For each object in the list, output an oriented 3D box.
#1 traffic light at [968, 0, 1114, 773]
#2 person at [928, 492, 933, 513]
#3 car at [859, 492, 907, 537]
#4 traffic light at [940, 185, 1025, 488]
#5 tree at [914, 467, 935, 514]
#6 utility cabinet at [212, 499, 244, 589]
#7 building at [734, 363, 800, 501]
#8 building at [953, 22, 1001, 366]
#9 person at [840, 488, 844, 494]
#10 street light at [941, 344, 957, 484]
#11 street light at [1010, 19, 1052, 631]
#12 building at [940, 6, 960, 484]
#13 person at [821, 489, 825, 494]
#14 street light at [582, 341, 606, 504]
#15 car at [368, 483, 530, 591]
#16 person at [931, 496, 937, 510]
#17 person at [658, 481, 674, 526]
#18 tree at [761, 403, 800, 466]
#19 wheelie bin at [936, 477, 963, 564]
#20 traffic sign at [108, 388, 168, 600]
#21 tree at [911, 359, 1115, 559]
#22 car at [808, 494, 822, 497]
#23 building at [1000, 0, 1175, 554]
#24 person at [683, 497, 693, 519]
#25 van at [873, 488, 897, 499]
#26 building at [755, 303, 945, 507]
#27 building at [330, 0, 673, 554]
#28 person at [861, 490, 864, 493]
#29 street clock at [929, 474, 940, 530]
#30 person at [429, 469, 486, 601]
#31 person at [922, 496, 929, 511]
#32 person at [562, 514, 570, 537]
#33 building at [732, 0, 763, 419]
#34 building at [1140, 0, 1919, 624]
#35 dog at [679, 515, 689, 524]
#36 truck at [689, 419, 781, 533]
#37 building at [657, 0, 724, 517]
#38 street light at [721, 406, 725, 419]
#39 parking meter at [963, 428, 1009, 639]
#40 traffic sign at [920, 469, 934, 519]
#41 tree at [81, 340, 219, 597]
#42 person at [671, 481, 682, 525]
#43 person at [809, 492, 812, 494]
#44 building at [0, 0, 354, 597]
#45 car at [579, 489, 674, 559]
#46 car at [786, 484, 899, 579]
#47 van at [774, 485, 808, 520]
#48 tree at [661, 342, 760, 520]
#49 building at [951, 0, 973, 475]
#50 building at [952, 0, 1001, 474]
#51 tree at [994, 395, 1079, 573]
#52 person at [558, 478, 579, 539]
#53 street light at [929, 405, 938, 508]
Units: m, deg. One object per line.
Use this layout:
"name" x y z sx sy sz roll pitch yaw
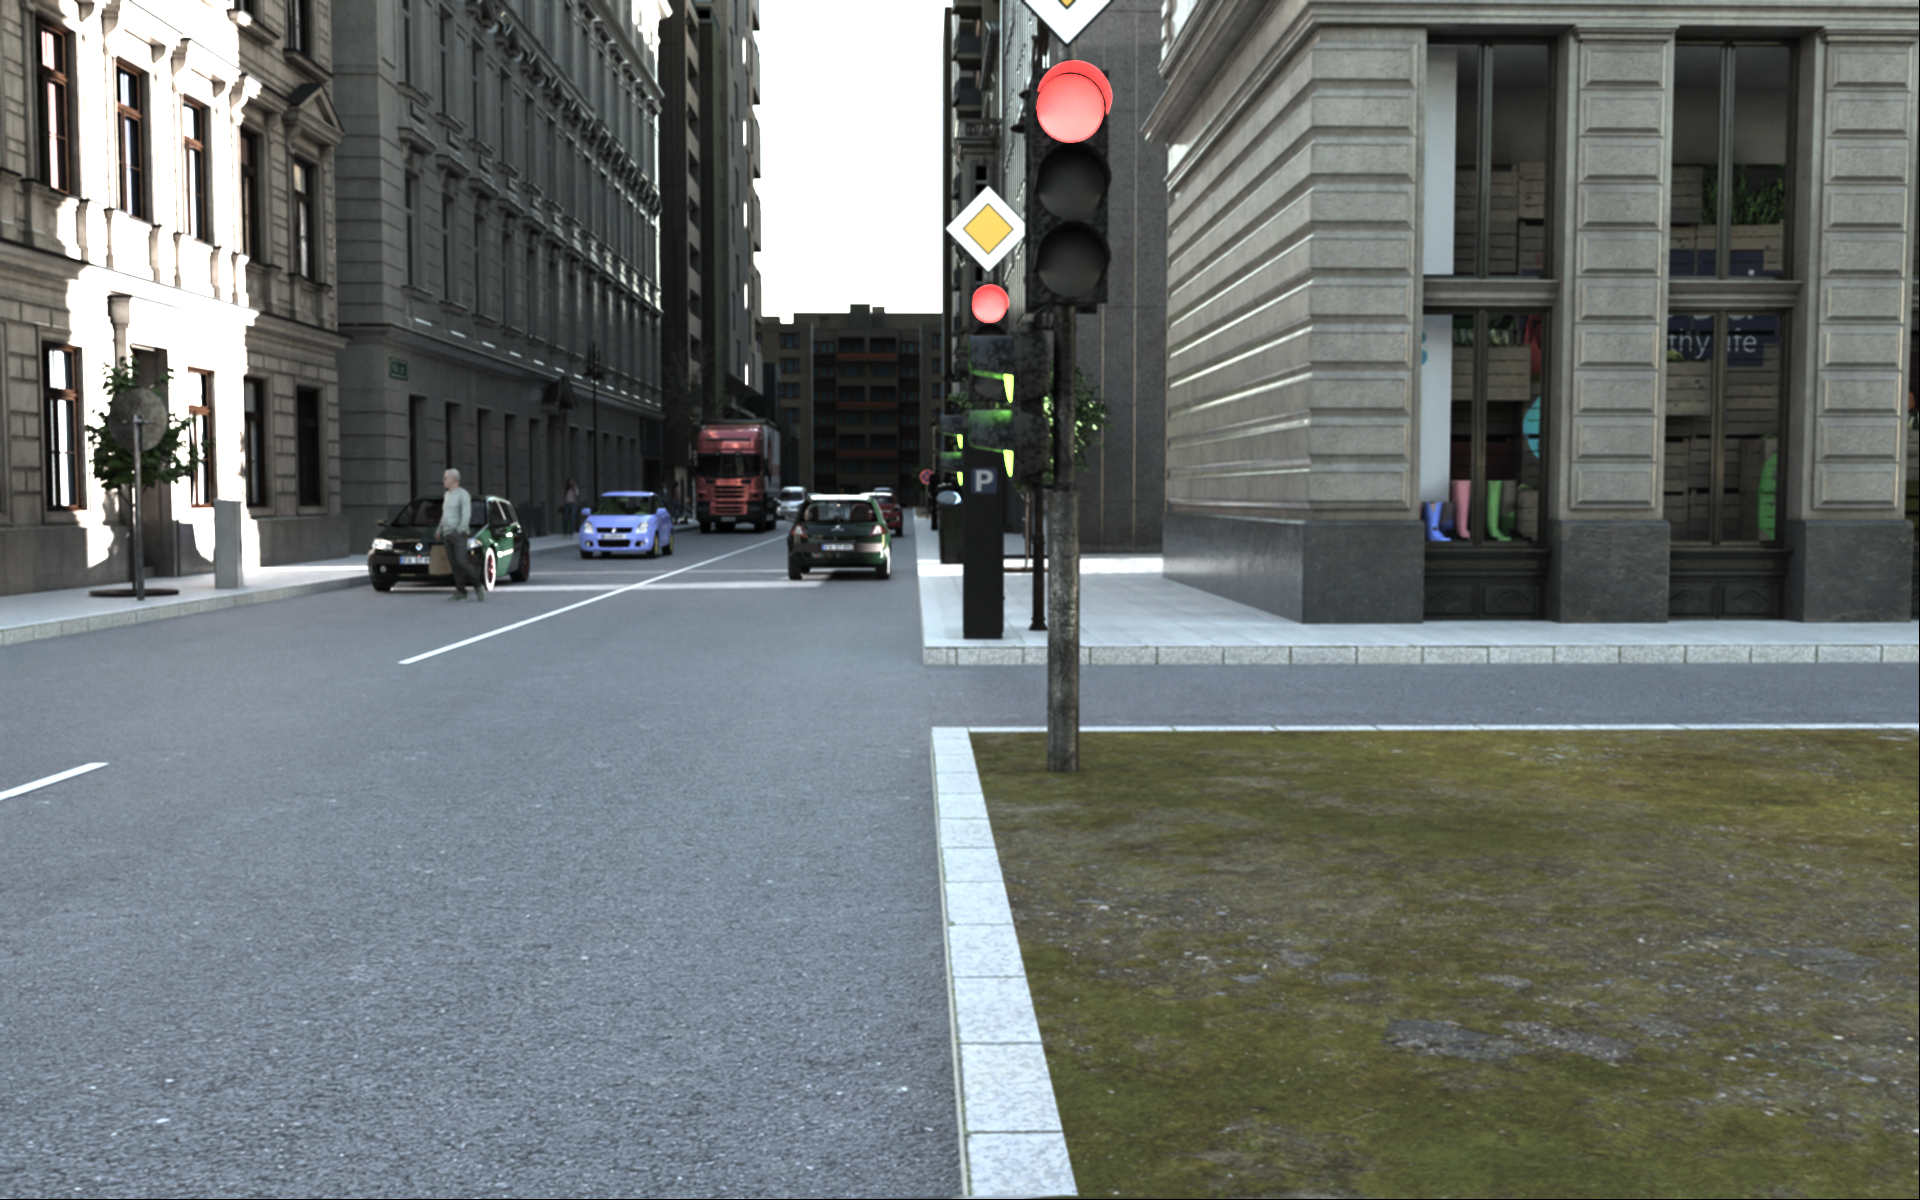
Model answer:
"traffic light" 0.460 -1.163 7.934 0.839 4.253 0.868 0 4 -2
"person" -2.003 -6.932 120.323 0.436 1.711 0.756 -3 4 -36
"car" -2.886 -3.106 59.827 2.155 1.783 4.494 0 4 -3
"traffic light" 0.238 -1.651 15.916 0.839 4.253 0.868 0 4 -2
"tree" -1.963 -7.306 114.058 1.663 3.219 1.824 0 3 0
"utility cabinet" -10.069 -0.777 23.867 0.306 1.237 1.020 -1 4 -18
"building" -30.650 -51.396 153.004 31.000 86.520 22.319 0 4 -2
"building" 6.989 -15.579 73.804 14.460 24.649 34.723 0 4 -2
"person" -6.423 -5.164 93.649 1.217 1.743 0.721 -2 4 -28
"street light" -0.332 -4.927 53.336 0.468 5.910 1.993 0 4 -2
"street light" 0.739 -2.653 16.158 0.468 5.910 1.993 0 4 -2
"building" 5.337 -31.067 158.058 14.600 45.320 14.200 0 4 -2
"person" -11.539 -8.420 146.122 1.348 1.831 0.705 2 4 31
"street light" -11.063 -4.876 52.518 0.468 5.910 1.993 0 4 -2
"car" -7.876 -1.047 26.911 2.009 1.686 4.222 0 4 -3
"person" -2.180 -8.189 140.665 1.217 1.736 0.721 -3 5 -40
"person" -11.725 -3.842 69.133 0.520 1.790 0.573 -3 5 -42
"tree" -14.993 -11.548 139.168 4.360 8.622 3.978 0 3 0
"wheelie bin" -0.110 -1.466 31.870 0.693 1.594 0.980 0 4 -5
"traffic sign" -9.893 -1.268 20.837 0.768 2.556 0.104 0 4 8
"tree" 1.438 -3.131 34.903 4.285 4.588 4.351 0 3 0
"car" -9.784 -6.607 116.812 1.959 1.807 4.718 0 4 -2
"building" 7.596 -13.976 46.530 12.078 24.808 19.932 0 4 -2
"person" -13.856 -4.750 89.206 0.738 1.151 1.012 1 4 18
"van" -5.267 -6.779 117.855 2.013 2.044 4.112 0 4 -3
"building" -9.893 -21.044 189.108 28.899 21.520 27.650 0 4 -2
"building" -20.627 -17.166 57.072 17.030 29.872 44.131 0 4 -2
"person" -8.986 -9.213 159.076 1.348 1.831 0.705 2 4 24
"street clock" -0.902 -3.481 61.492 0.358 2.002 0.471 1 4 20
"person" -6.771 -0.872 23.245 0.782 1.767 0.515 3 5 41
"person" -2.467 -7.565 132.957 0.991 1.433 0.599 -2 4 -24
"person" -11.726 -2.533 51.714 0.306 1.304 0.590 -1 4 -9
"building" -27.849 -32.320 117.663 28.713 52.752 27.495 0 4 -2
"building" 12.482 -11.776 21.423 19.941 23.489 11.050 0 4 -2
"dog" -11.700 -3.380 73.001 0.748 0.427 0.550 -2 4 -28
"truck" -8.529 -4.783 67.120 2.839 4.237 11.283 0 4 -2
"building" -21.147 -19.942 97.759 14.160 30.474 14.107 0 4 -2
"street light" -12.172 -7.117 89.157 0.468 5.910 1.993 0 4 -2
"parking meter" 0.229 -0.590 15.362 0.399 1.863 0.255 0 4 3
"traffic sign" -1.680 -5.414 88.626 0.768 2.556 0.104 0 4 4
"tree" -10.475 -1.664 21.802 1.663 3.219 1.824 0 3 0
"person" -11.749 -4.026 71.874 0.555 1.821 0.388 3 5 42
"person" -14.896 -9.886 171.613 0.593 1.643 0.415 -1 4 -10
"building" -16.809 -9.828 25.320 10.561 19.102 19.286 0 4 -2
"car" -7.603 -1.835 39.594 1.945 1.707 3.694 0 4 -2
"car" -2.083 -1.265 30.475 2.009 1.686 4.222 0 4 -2
"van" -9.403 -5.521 97.283 2.013 2.044 4.112 0 3 0
"tree" -12.679 -8.170 83.938 4.360 8.622 3.978 0 3 0
"building" 13.030 -33.516 137.229 28.713 52.752 27.495 0 4 -2
"building" 10.668 -27.792 109.028 22.147 44.769 28.867 0 4 -2
"tree" 1.218 -2.078 28.581 1.663 3.219 1.824 0 3 0
"person" -11.170 -2.617 49.422 0.593 1.750 0.643 -1 4 -10
"street light" -1.389 -7.200 90.515 0.468 5.910 1.993 0 4 -2
